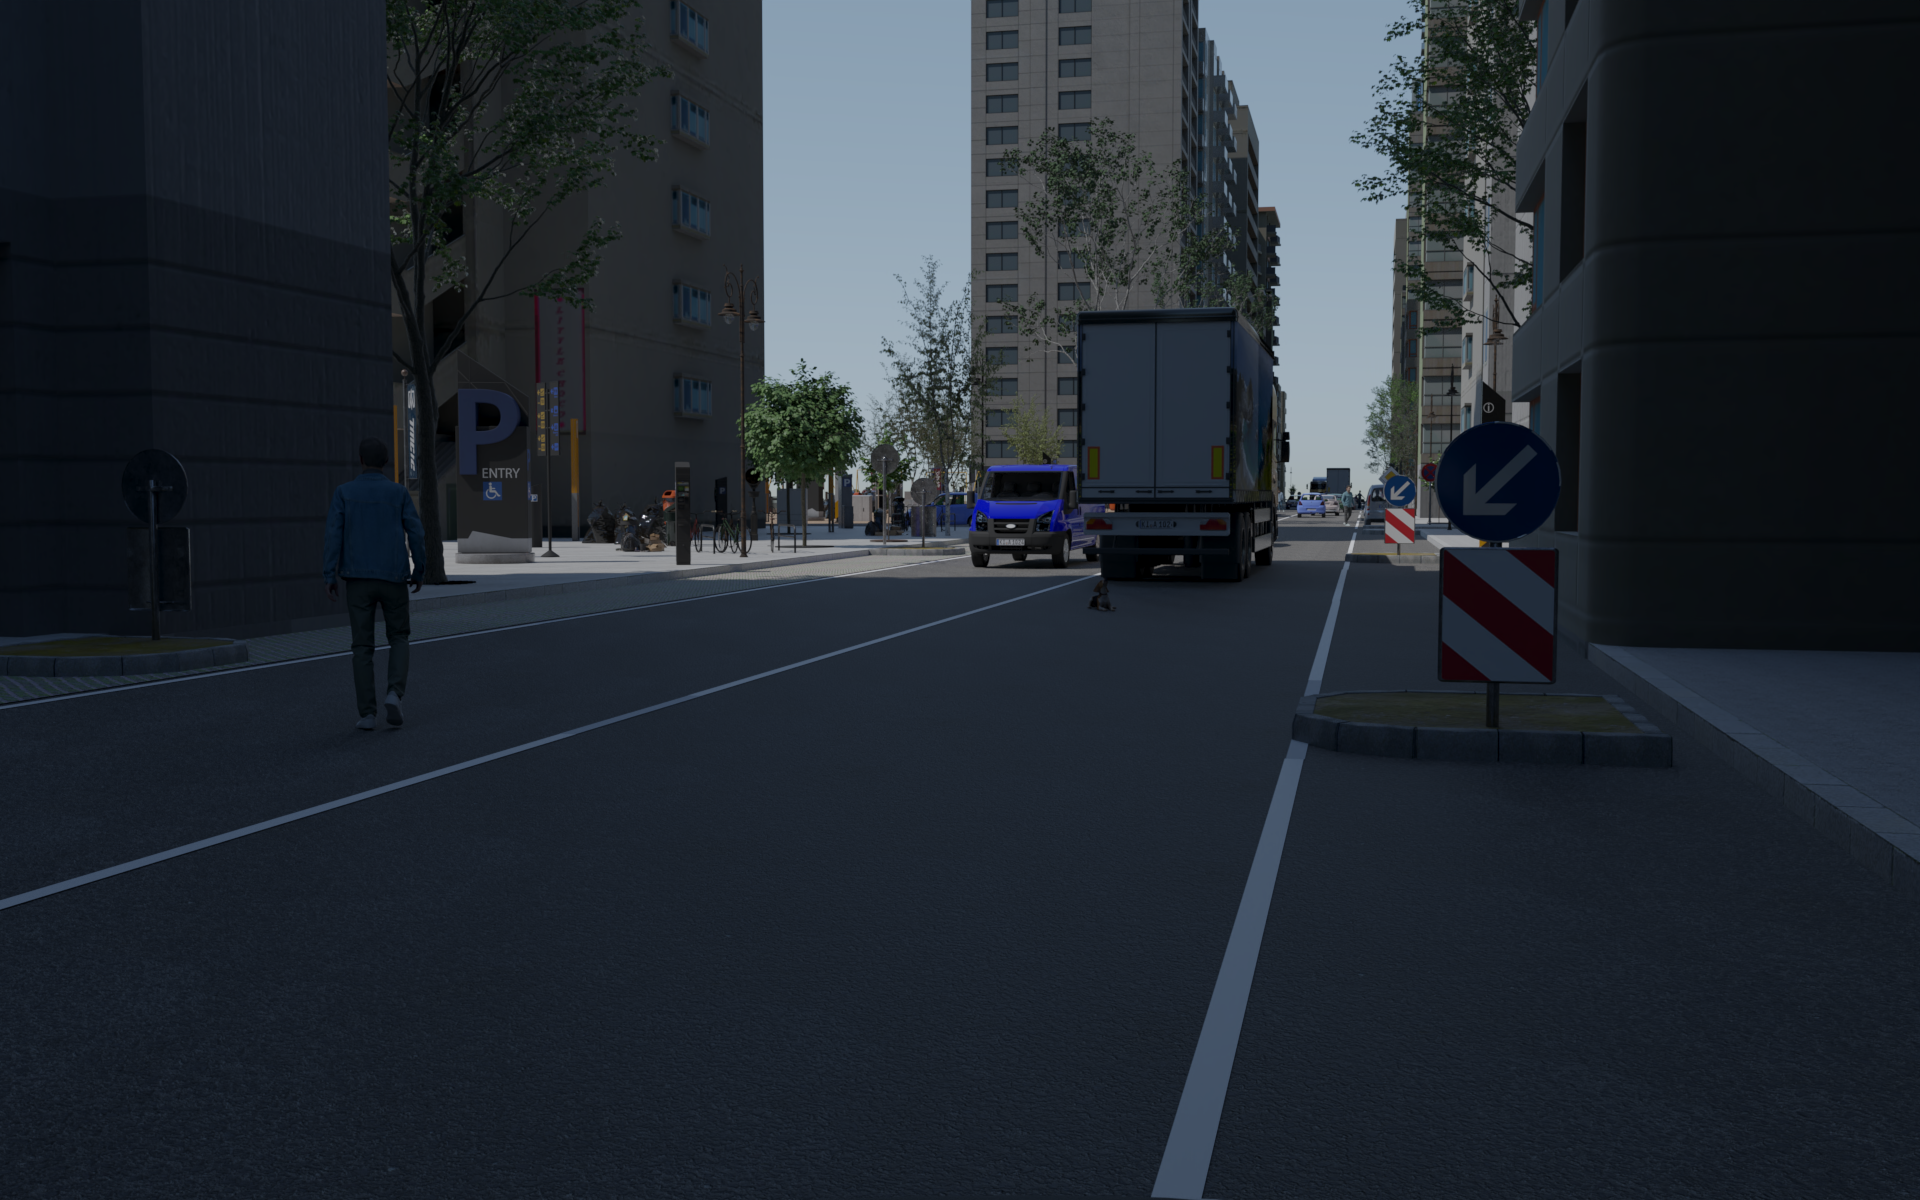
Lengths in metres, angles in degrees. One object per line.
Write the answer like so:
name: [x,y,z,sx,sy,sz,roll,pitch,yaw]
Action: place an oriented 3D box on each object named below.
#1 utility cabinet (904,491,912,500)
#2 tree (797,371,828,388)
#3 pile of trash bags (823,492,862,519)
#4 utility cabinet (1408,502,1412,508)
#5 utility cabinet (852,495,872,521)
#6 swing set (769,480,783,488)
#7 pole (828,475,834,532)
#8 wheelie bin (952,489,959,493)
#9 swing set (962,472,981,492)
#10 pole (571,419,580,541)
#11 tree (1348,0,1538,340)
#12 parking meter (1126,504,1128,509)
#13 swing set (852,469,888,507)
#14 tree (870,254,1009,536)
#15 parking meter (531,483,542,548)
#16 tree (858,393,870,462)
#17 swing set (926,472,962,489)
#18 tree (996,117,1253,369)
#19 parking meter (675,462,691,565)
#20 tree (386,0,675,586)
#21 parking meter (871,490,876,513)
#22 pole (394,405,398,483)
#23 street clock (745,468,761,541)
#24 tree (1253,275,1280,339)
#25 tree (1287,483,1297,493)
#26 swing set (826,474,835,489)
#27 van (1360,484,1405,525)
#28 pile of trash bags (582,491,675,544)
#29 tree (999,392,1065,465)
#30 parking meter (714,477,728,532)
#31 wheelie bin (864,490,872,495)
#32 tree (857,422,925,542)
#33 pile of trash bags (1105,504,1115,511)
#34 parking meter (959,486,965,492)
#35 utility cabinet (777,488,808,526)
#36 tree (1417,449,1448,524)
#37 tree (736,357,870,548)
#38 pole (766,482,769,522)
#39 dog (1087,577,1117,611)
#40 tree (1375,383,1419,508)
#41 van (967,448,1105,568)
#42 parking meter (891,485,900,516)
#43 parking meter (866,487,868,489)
utility cabinet: [-3.839,-7.881,137.538,1.173,1.500,0.318,-1,4,-8]
tree: [-8.745,-9.340,103.063,4.737,8.622,4.395,0,3,0]
pile of trash bags: [-6.479,-5.296,96.334,1.912,1.369,3.447,2,4,30]
utility cabinet: [32.693,-7.001,125.628,0.306,1.237,1.020,1,4,19]
utility cabinet: [-4.651,-4.312,81.656,1.020,1.237,0.306,2,4,26]
swing set: [-10.070,-5.294,84.169,3.119,2.851,2.862,2,4,24]
pole: [-4.322,-3.926,58.029,0.158,3.312,0.155,0,3,0]
wheelie bin: [-0.294,-6.370,112.053,0.693,1.594,0.980,-2,4,-27]
swing set: [2.386,-7.398,118.583,3.119,2.851,2.862,2,4,32]
pole: [-10.440,-3.250,46.983,0.158,3.312,0.155,0,3,0]
tree: [9.985,-6.269,28.246,9.928,11.665,9.643,0,3,0]
parking meter: [14.300,-8.687,147.738,0.255,1.863,0.399,1,4,17]
swing set: [-4.997,-6.876,110.048,3.119,2.851,2.862,0,4,2]
tree: [-0.388,-6.276,52.969,4.360,8.622,3.978,0,3,0]
parking meter: [-10.207,-2.024,41.505,0.372,1.533,0.369,0,3,0]
tree: [-5.628,-10.574,123.243,4.360,8.622,3.978,0,3,0]
swing set: [-0.839,-7.680,123.181,3.119,2.851,2.862,0,4,-3]
tree: [7.758,-14.021,85.133,12.611,20.169,13.585,0,3,0]
parking meter: [-5.009,-1.566,31.311,0.255,1.863,0.399,-1,4,-12]
tree: [-7.657,-6.032,24.379,9.928,11.665,9.643,0,3,0]
parking meter: [-5.998,-6.846,120.348,0.372,1.533,0.369,0,3,0]
pole: [-13.024,-2.812,39.821,0.158,3.312,0.155,0,3,0]
street clock: [-5.648,-2.624,47.475,0.471,2.002,0.358,0,4,3]
tree: [17.731,-17.115,135.716,12.611,20.169,13.585,0,3,0]
tree: [58.107,-18.826,302.401,1.663,3.219,1.824,0,3,0]
swing set: [-9.573,-8.502,136.623,2.862,2.851,3.119,2,4,28]
van: [18.241,-4.125,74.452,2.013,2.044,4.112,1,4,12]
pile of trash bags: [-8.202,-2.132,44.618,3.447,1.369,1.912,3,5,44]
tree: [4.903,-10.679,124.960,4.737,8.622,4.395,0,3,0]
parking meter: [-8.033,-3.210,58.191,0.399,1.863,0.255,-2,4,-25]
wheelie bin: [-6.852,-7.525,130.939,0.693,1.594,0.980,-3,5,-41]
tree: [-2.033,-3.170,46.425,1.663,3.219,1.824,0,3,0]
pile of trash bags: [6.722,-4.748,87.388,3.447,1.369,1.912,3,5,44]
parking meter: [0.103,-6.866,117.974,0.399,1.863,0.255,0,4,-4]
utility cabinet: [-6.583,-3.627,67.980,1.173,1.500,0.318,0,4,7]
tree: [20.650,-4.922,75.077,1.663,3.219,1.824,0,3,0]
tree: [-3.762,-3.548,41.719,4.285,4.588,4.351,0,3,0]
pole: [-8.776,-5.191,78.717,0.158,3.312,0.155,0,3,0]
dog: [1.822,-0.081,21.516,0.550,0.427,0.748,2,4,33]
tree: [28.918,-9.837,111.202,4.360,8.622,3.978,0,3,0]
van: [1.635,-1.898,35.416,2.240,2.365,5.245,1,4,15]
parking meter: [-3.022,-4.610,81.092,0.399,1.863,0.255,1,4,18]
parking meter: [-7.598,-8.414,143.281,0.399,1.863,0.255,-3,5,-41]
